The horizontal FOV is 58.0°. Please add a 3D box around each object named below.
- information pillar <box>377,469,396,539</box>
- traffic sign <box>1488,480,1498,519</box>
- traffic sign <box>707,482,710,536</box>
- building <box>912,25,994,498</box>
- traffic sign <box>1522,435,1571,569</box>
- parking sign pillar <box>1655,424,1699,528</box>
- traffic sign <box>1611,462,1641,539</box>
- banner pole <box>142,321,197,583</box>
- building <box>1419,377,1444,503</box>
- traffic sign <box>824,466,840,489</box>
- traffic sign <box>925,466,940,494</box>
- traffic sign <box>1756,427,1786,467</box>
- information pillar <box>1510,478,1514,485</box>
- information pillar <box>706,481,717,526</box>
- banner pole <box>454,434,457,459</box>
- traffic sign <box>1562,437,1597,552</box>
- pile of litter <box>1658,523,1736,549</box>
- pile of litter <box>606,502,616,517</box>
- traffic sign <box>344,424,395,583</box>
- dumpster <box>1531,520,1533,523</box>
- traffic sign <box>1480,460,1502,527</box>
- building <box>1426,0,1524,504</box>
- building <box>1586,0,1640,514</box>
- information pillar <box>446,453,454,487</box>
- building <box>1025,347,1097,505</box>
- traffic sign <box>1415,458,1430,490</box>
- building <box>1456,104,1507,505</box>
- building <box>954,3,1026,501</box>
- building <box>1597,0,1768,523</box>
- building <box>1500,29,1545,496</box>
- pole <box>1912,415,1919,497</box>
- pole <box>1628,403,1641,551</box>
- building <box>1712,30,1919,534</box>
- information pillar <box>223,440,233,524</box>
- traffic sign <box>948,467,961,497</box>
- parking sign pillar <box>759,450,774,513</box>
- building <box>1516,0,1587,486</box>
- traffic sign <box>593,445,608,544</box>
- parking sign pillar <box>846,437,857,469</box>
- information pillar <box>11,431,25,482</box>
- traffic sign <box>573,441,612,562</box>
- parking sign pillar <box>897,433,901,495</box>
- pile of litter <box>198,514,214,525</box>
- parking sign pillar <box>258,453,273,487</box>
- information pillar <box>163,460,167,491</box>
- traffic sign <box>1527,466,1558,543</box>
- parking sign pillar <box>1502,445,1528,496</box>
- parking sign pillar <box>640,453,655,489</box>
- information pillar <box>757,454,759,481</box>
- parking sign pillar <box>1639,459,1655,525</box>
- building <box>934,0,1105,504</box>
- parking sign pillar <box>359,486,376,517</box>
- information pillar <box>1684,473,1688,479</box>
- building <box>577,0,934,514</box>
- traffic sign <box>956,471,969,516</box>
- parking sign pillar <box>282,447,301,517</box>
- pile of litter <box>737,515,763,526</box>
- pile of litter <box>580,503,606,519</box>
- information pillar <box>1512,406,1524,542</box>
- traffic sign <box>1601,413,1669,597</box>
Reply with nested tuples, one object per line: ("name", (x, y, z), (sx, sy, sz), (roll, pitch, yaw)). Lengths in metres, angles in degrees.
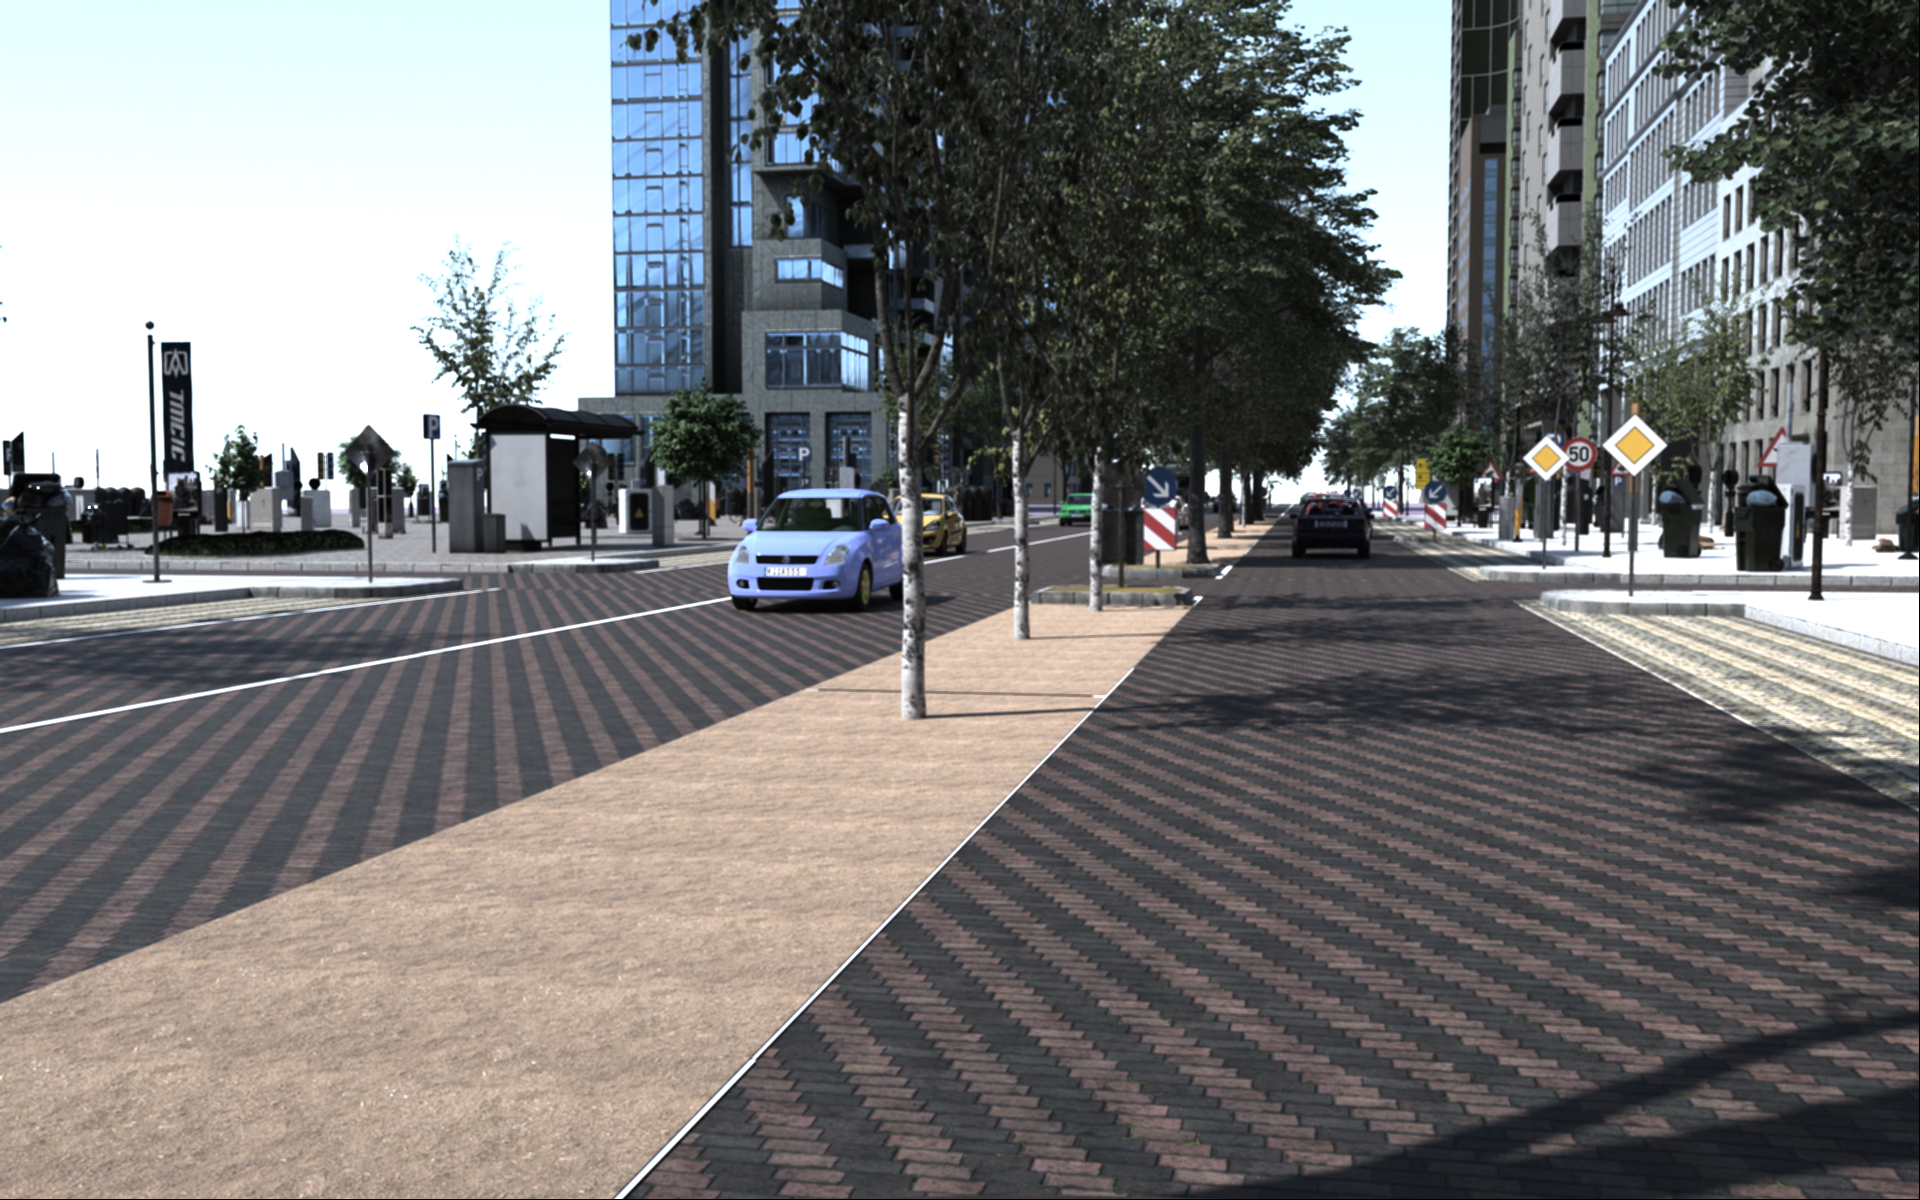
("information pillar", (-16.573, -2.778, 49.914), (0.304, 2.012, 0.304), (2, 4, 26))
("traffic sign", (25.554, -5.119, 83.702), (0.884, 2.594, 0.081), (1, 4, 20))
("traffic sign", (-7.649, -3.210, 52.586), (0.768, 2.556, 0.104), (1, 4, 16))
("building", (-5.219, -28.368, 147.405), (14.154, 41.232, 14.086), (1, 4, 11))
("traffic sign", (9.948, -1.578, 29.449), (0.795, 2.450, 0.064), (1, 4, 11))
("parking sign pillar", (27.415, -4.740, 65.965), (1.447, 3.967, 1.447), (1, 4, 23))
("traffic sign", (19.136, -3.054, 49.931), (0.884, 2.594, 0.081), (1, 4, 13))
("banner pole", (-11.473, -2.145, 25.096), (0.863, 3.779, 0.401), (0, 4, 7))
("building", (78.998, -24.170, 240.211), (27.650, 21.520, 28.899), (1, 4, 11))
("traffic sign", (-4.737, -3.791, 64.118), (0.606, 2.300, 0.079), (1, 4, 14))
("traffic sign", (-1.166, -4.666, 76.388), (0.768, 2.556, 0.104), (1, 4, 14))
("traffic sign", (15.887, -2.052, 33.559), (0.884, 2.594, 0.081), (1, 4, 14))
("information pillar", (25.253, -4.556, 78.987), (0.304, 2.012, 0.304), (-2, 4, -28))
("information pillar", (-10.077, -4.798, 69.806), (0.504, 3.616, 0.183), (1, 4, 11))
("banner pole", (-21.161, -5.059, 72.736), (0.401, 3.779, 0.863), (-1, 4, -17))
("traffic sign", (13.787, -2.357, 38.635), (0.768, 2.556, 0.104), (1, 4, 18))
("pile of litter", (17.061, -1.617, 40.401), (1.719, 0.858, 1.176), (0, 4, -2))
("pile of litter", (-19.700, -5.209, 99.138), (1.719, 0.858, 1.176), (0, 4, -4))
("traffic sign", (-8.517, -1.305, 24.978), (0.795, 2.450, 0.064), (1, 4, 11))
("dumpster", (24.566, -4.263, 75.459), (1.264, 1.857, 1.865), (1, 4, 11))
("traffic sign", (20.315, -4.062, 66.411), (0.884, 2.594, 0.081), (1, 4, 20))
("building", (69.744, -47.528, 215.336), (20.563, 71.187, 20.611), (1, 4, 11))
("building", (48.204, -26.329, 114.072), (14.154, 41.232, 14.086), (1, 4, 11))
("information pillar", (-28.897, -6.540, 98.278), (0.183, 3.616, 0.504), (3, 5, 39))
("building", (2.255, -22.859, 218.777), (27.650, 21.520, 28.899), (1, 4, 11))
("traffic sign", (26.638, -6.302, 96.905), (2.265, 3.308, 0.079), (1, 4, 14))
("building", (64.998, -33.586, 199.239), (14.600, 45.320, 14.200), (1, 4, 11))
("building", (-1.851, -31.247, 161.005), (14.600, 45.320, 14.200), (1, 4, 11))
("building", (39.570, -18.795, 84.789), (11.434, 29.767, 29.804), (1, 4, 11))
("building", (55.823, -28.838, 155.096), (14.154, 41.232, 14.086), (1, 4, 11))
("pole", (24.716, -3.117, 44.811), (0.158, 3.312, 0.155), (0, 3, 0))
("pole", (15.102, -2.748, 38.780), (0.158, 3.312, 0.155), (0, 3, 0))
("building", (34.489, -12.661, 61.763), (10.420, 20.320, 16.860), (1, 4, 11))
("information pillar", (-31.720, -5.114, 74.975), (0.504, 3.616, 0.183), (3, 5, 43))
("traffic sign", (-0.271, -4.910, 80.380), (0.768, 2.556, 0.104), (1, 4, 19))
("parking sign pillar", (-11.716, -7.100, 104.555), (1.447, 3.967, 1.447), (1, 4, 21))
("building", (58.544, -33.258, 133.013), (28.713, 52.752, 27.495), (1, 4, 11))
("traffic sign", (-9.373, -2.709, 44.401), (0.768, 2.556, 0.104), (1, 4, 15))
("parking sign pillar", (-5.214, -5.757, 82.607), (1.447, 3.967, 1.447), (0, 4, -7))
("information pillar", (-34.677, -4.433, 63.832), (0.183, 3.616, 0.504), (2, 4, 29))
("traffic sign", (-6.964, -1.784, 32.811), (0.795, 2.450, 0.064), (1, 4, 11))
("parking sign pillar", (-2.401, -5.412, 76.954), (1.447, 3.967, 1.447), (1, 4, 16))
("pile of litter", (-32.150, -3.583, 72.546), (1.719, 0.858, 1.176), (0, 4, -1))
("parking sign pillar", (-44.880, -7.519, 111.406), (1.447, 3.967, 1.447), (-1, 4, -19))
("information pillar", (-54.418, -7.792, 118.757), (0.504, 3.616, 0.183), (1, 4, 16))
("traffic sign", (15.396, -2.801, 45.806), (0.884, 2.594, 0.081), (1, 4, 12))
("parking sign pillar", (30.762, -6.577, 96.000), (1.447, 3.967, 1.447), (3, 4, 37))
("parking sign pillar", (-17.443, -6.616, 96.648), (1.447, 3.967, 1.447), (1, 4, 9))
("information pillar", (-11.915, -6.773, 102.085), (0.183, 3.616, 0.504), (-1, 4, -9))
("parking sign pillar", (29.571, -5.187, 73.283), (1.447, 3.967, 1.447), (3, 4, 38))
("building", (10.851, -57.070, 245.766), (22.319, 86.520, 31.000), (1, 4, 11))
("parking sign pillar", (-33.566, -6.722, 98.371), (1.447, 3.967, 1.447), (-1, 4, -9))
("information pillar", (25.735, -3.461, 61.077), (0.304, 2.012, 0.304), (0, 4, -4))
("building", (-12.589, -49.649, 124.437), (22.319, 86.520, 31.000), (1, 4, 11))
("traffic sign", (0.093, -4.615, 77.586), (0.606, 2.300, 0.079), (1, 4, 19))
("parking sign pillar", (-37.846, -6.719, 98.330), (1.447, 3.967, 1.447), (-3, 4, -38))
("pile of litter", (-8.429, -3.395, 69.474), (1.176, 0.858, 1.719), (1, 4, 18))
("pile of litter", (-17.951, -4.259, 83.605), (1.176, 0.858, 1.719), (-1, 4, -21))
("information pillar", (14.933, -3.356, 46.224), (0.183, 3.616, 0.504), (2, 4, 32))
("traffic sign", (8.395, -1.099, 21.616), (0.795, 2.450, 0.064), (1, 4, 11))
